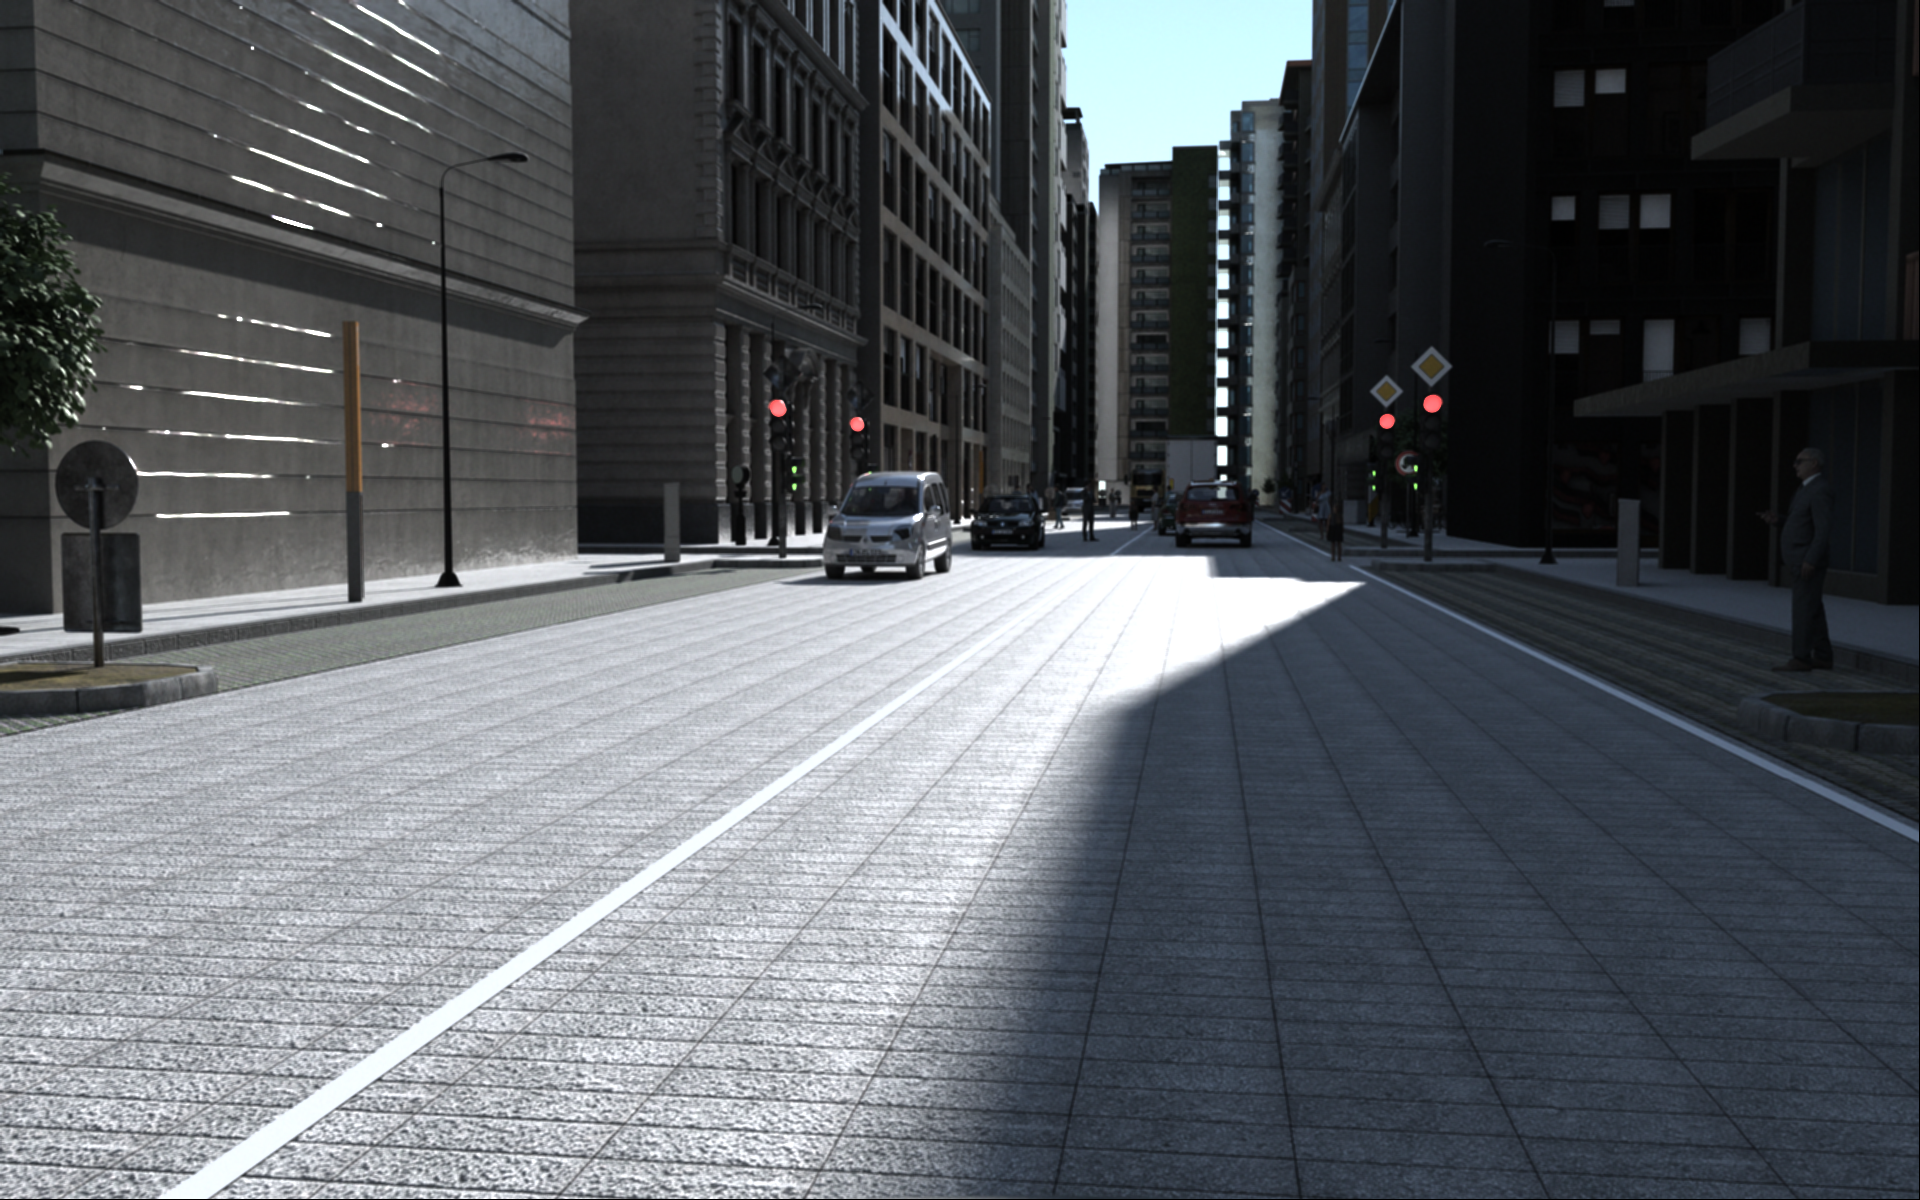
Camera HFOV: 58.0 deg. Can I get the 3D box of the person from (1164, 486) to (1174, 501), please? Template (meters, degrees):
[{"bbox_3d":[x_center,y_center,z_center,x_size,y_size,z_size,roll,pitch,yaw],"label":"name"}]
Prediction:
[{"bbox_3d":[9.693,-4.368,79.940,0.660,1.820,0.620,-3,5,-44],"label":"person"}]

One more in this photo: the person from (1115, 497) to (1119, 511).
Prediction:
[{"bbox_3d":[10.467,-6.313,116.393,0.352,1.250,0.332,-1,4,-15],"label":"person"}]

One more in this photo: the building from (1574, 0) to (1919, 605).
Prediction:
[{"bbox_3d":[19.894,-22.034,14.888,22.147,44.769,28.867,0,4,8],"label":"building"}]

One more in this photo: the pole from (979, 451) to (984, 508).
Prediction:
[{"bbox_3d":[1.009,-5.378,81.778,0.158,3.312,0.155,0,3,0],"label":"pole"}]

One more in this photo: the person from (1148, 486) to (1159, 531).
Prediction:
[{"bbox_3d":[7.570,-3.597,67.876,0.524,1.755,0.480,1,4,21],"label":"person"}]

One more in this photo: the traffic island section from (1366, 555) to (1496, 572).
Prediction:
[{"bbox_3d":[8.943,-0.657,33.018,2.009,0.180,2.903,0,4,8],"label":"traffic island section"}]

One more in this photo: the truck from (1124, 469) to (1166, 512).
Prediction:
[{"bbox_3d":[14.778,-8.522,135.254,3.469,3.379,9.791,1,4,9],"label":"truck"}]

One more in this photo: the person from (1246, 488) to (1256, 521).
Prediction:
[{"bbox_3d":[15.484,-5.111,92.468,0.661,1.777,0.834,0,4,-7],"label":"person"}]

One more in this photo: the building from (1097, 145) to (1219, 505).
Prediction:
[{"bbox_3d":[23.610,-32.001,206.803,14.086,41.232,14.154,0,4,8],"label":"building"}]

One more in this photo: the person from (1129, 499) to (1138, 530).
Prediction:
[{"bbox_3d":[6.844,-3.369,68.249,0.362,1.253,0.373,1,4,10],"label":"person"}]

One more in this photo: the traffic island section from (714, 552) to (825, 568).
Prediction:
[{"bbox_3d":[-3.578,-0.763,34.752,2.009,0.180,2.903,0,4,8],"label":"traffic island section"}]

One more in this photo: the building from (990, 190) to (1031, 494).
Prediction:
[{"bbox_3d":[-1.645,-15.421,106.887,10.420,20.320,16.860,0,4,8],"label":"building"}]

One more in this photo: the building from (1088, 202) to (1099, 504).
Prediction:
[{"bbox_3d":[5.871,-32.203,218.392,23.993,40.220,32.217,0,4,8],"label":"building"}]

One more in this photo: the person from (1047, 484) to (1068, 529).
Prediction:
[{"bbox_3d":[3.933,-3.761,69.980,0.713,1.824,0.794,3,5,39],"label":"person"}]

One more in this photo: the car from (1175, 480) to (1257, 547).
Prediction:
[{"bbox_3d":[7.088,-2.413,48.128,2.281,1.827,5.304,1,4,10],"label":"car"}]

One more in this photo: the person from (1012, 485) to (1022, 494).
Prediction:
[{"bbox_3d":[2.407,-3.969,73.421,0.581,1.822,0.654,2,4,34],"label":"person"}]

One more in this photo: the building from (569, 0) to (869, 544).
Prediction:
[{"bbox_3d":[-9.694,-13.750,53.687,11.050,23.489,19.941,0,4,8],"label":"building"}]

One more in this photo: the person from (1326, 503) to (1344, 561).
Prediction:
[{"bbox_3d":[7.999,-1.453,36.928,0.362,1.253,0.373,0,4,5],"label":"person"}]

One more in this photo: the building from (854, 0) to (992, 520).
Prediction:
[{"bbox_3d":[-10.136,-16.971,81.988,19.350,26.468,34.151,0,4,8],"label":"building"}]

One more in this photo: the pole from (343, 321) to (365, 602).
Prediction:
[{"bbox_3d":[-7.201,-1.635,20.570,0.158,3.312,0.155,0,3,0],"label":"pole"}]

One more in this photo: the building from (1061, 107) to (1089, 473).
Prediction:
[{"bbox_3d":[6.676,-30.738,186.159,14.086,41.232,14.154,0,4,8],"label":"building"}]

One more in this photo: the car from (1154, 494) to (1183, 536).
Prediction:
[{"bbox_3d":[7.927,-3.023,61.216,2.131,1.459,4.920,0,4,6],"label":"car"}]

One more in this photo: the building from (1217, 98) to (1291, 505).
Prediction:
[{"bbox_3d":[46.319,-35.999,208.197,30.456,49.044,23.786,0,4,8],"label":"building"}]

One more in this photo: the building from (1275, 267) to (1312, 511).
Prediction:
[{"bbox_3d":[41.081,-18.326,144.673,27.650,21.520,28.899,0,4,8],"label":"building"}]

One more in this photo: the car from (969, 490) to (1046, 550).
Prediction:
[{"bbox_3d":[1.288,-2.187,45.542,2.009,1.686,4.222,0,4,6],"label":"car"}]

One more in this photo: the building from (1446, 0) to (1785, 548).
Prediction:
[{"bbox_3d":[21.978,-13.201,45.517,15.834,23.373,12.332,0,4,8],"label":"building"}]

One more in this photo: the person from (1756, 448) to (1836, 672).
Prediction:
[{"bbox_3d":[6.790,-0.328,14.036,0.590,1.801,0.661,1,4,14],"label":"person"}]

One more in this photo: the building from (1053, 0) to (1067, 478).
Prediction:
[{"bbox_3d":[-5.233,-34.056,146.052,28.713,52.752,27.495,0,4,8],"label":"building"}]

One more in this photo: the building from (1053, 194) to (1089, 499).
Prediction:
[{"bbox_3d":[4.866,-24.151,166.574,14.160,30.474,14.107,0,4,8],"label":"building"}]

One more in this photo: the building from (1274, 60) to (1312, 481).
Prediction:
[{"bbox_3d":[42.996,-31.700,172.920,22.147,44.769,28.867,0,4,8],"label":"building"}]

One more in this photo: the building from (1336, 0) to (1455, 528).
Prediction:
[{"bbox_3d":[25.468,-15.855,78.290,14.314,24.678,30.058,0,4,8],"label":"building"}]

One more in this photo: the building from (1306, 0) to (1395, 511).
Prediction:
[{"bbox_3d":[32.338,-28.927,123.065,14.600,45.320,14.200,0,4,8],"label":"building"}]

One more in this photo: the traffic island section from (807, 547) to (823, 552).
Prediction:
[{"bbox_3d":[-2.481,-1.247,42.662,2.009,0.180,2.903,0,4,8],"label":"traffic island section"}]

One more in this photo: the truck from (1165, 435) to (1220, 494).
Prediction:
[{"bbox_3d":[11.851,-6.073,88.211,2.839,4.237,11.283,1,4,8],"label":"truck"}]

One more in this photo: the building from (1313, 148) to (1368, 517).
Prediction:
[{"bbox_3d":[27.351,-16.821,103.903,11.050,23.489,19.941,0,4,8],"label":"building"}]

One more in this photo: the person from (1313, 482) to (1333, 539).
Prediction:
[{"bbox_3d":[11.436,-2.813,54.582,0.616,1.811,0.778,2,4,23],"label":"person"}]

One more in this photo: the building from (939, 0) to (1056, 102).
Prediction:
[{"bbox_3d":[-0.718,-26.987,124.831,14.154,41.232,14.086,0,4,8],"label":"building"}]

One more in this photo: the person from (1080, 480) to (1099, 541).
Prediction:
[{"bbox_3d":[3.971,-2.715,52.698,0.655,1.846,0.447,-3,5,-42],"label":"person"}]

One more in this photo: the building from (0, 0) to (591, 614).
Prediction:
[{"bbox_3d":[-29.830,-15.406,28.302,44.131,29.872,17.030,0,4,8],"label":"building"}]

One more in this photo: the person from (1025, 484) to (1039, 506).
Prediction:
[{"bbox_3d":[2.479,-3.106,59.551,0.793,1.790,0.793,1,4,15],"label":"person"}]

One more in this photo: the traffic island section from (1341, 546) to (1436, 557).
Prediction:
[{"bbox_3d":[10.040,-1.140,40.927,2.009,0.180,2.903,0,4,8],"label":"traffic island section"}]

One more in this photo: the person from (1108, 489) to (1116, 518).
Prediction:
[{"bbox_3d":[9.046,-5.723,102.617,0.519,1.759,0.362,-3,5,-42],"label":"person"}]
